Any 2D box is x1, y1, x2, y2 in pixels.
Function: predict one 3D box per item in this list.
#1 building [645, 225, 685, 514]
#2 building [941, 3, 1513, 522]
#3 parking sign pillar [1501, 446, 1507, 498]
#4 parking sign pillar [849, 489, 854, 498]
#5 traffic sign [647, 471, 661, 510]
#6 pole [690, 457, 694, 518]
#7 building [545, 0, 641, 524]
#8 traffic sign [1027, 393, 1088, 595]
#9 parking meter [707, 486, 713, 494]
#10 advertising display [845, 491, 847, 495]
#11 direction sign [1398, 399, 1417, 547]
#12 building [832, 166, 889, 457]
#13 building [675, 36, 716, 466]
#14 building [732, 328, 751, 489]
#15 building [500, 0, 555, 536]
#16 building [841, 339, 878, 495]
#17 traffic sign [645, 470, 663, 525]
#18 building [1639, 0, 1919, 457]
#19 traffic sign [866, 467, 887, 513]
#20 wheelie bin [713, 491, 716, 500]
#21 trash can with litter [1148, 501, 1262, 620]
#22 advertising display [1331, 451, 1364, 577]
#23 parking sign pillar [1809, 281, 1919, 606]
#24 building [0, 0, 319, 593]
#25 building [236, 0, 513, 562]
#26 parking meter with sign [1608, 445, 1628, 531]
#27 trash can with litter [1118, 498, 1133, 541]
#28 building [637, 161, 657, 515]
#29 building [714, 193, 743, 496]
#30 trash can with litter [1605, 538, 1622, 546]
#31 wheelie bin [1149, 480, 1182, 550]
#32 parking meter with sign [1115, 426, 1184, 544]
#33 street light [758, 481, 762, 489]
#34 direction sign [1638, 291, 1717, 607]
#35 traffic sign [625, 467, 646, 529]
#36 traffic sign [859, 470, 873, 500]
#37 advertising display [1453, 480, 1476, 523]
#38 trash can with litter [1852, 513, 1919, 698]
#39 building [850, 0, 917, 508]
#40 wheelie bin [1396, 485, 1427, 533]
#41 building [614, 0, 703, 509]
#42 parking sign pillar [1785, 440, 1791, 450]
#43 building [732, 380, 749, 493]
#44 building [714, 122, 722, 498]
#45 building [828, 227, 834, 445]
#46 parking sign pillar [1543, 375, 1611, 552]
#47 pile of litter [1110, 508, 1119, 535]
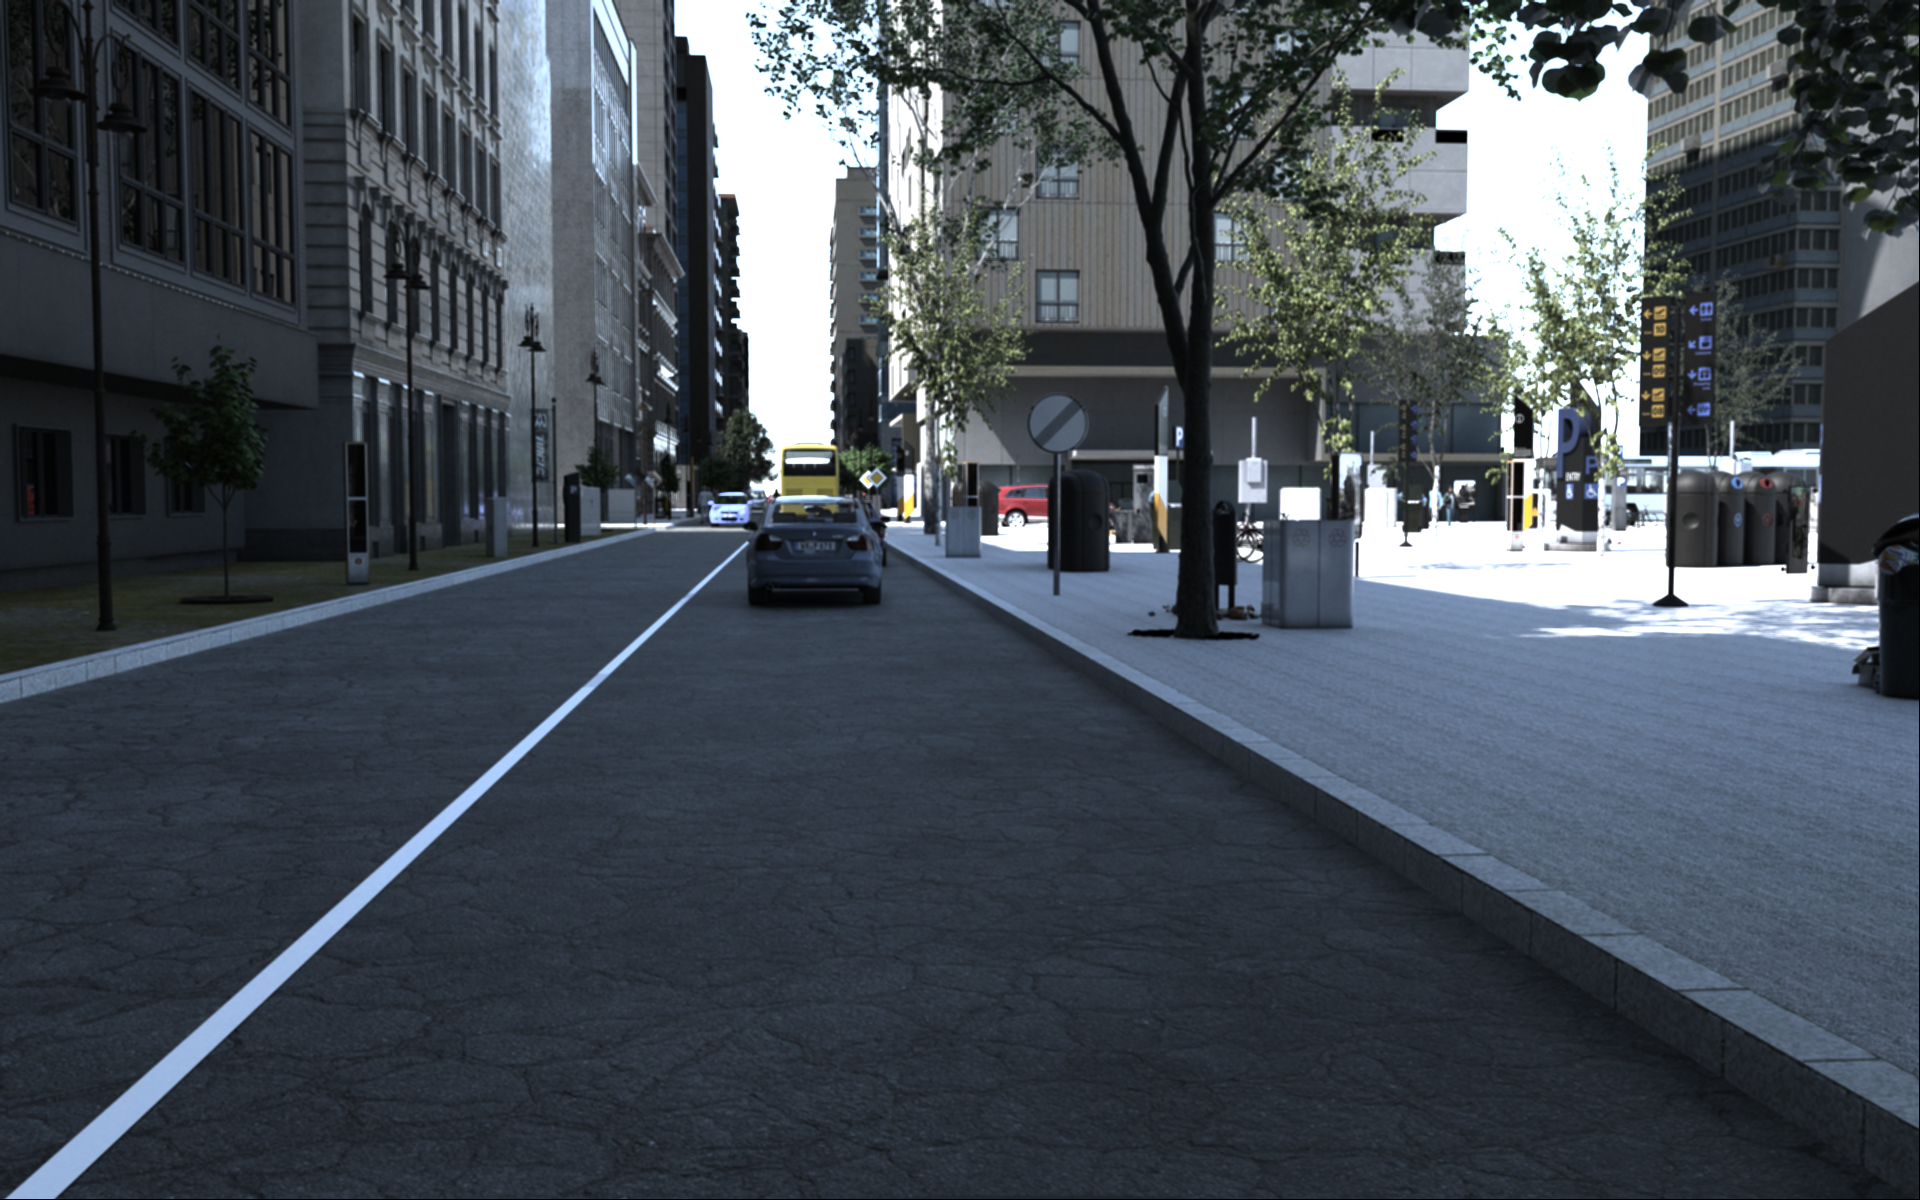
[{"bbox_3d":[-25.926,-17.497,122.240,11.583,22.565,21.152,0,4,-5],"label":"building"},{"bbox_3d":[10.895,-30.590,89.384,27.495,52.752,28.713,0,4,-5],"label":"building"},{"bbox_3d":[31.436,-6.898,101.261,1.447,3.967,1.447,2,4,26],"label":"parking sign pillar"},{"bbox_3d":[-8.817,-9.358,141.469,1.447,3.967,1.447,0,4,-5],"label":"parking sign pillar"},{"bbox_3d":[-13.494,-4.546,76.464,0.606,2.300,0.079,0,4,-3],"label":"traffic sign"},{"bbox_3d":[-14.617,-6.149,94.379,0.158,3.312,0.155,0,3,0],"label":"pole"},{"bbox_3d":[-22.235,-16.141,81.933,12.078,24.808,19.932,0,4,-5],"label":"building"},{"bbox_3d":[1.227,-1.334,21.912,0.768,2.556,0.104,0,4,-2],"label":"traffic sign"},{"bbox_3d":[-17.261,-6.976,119.773,0.399,1.863,0.255,0,4,-1],"label":"parking meter"},{"bbox_3d":[-9.461,-8.089,137.467,0.974,1.923,0.123,-2,4,-27],"label":"advertising display"},{"bbox_3d":[10.793,-3.047,41.814,0.379,3.537,0.876,3,5,42],"label":"direction sign"},{"bbox_3d":[-7.620,-38.446,252.292,21.300,48.544,21.600,0,4,-5],"label":"building"},{"bbox_3d":[-31.867,-32.019,173.625,14.600,45.320,14.200,0,4,-5],"label":"building"},{"bbox_3d":[-43.170,-32.061,295.905,14.160,30.474,14.107,0,4,-5],"label":"building"},{"bbox_3d":[-22.301,-12.264,55.268,16.860,20.320,10.420,0,4,-5],"label":"building"},{"bbox_3d":[-0.129,-22.209,208.152,27.650,21.520,28.899,0,4,-5],"label":"building"},{"bbox_3d":[-12.695,-4.170,71.817,0.795,2.450,0.064,0,4,-5],"label":"traffic sign"},{"bbox_3d":[54.305,-24.778,96.994,23.993,40.220,32.217,0,4,-5],"label":"building"},{"bbox_3d":[-3.104,-3.732,64.658,0.795,2.450,0.064,0,4,-5],"label":"traffic sign"},{"bbox_3d":[-18.452,-7.359,128.229,0.693,1.594,0.980,2,4,25],"label":"wheelie bin"},{"bbox_3d":[2.787,-0.452,18.455,1.678,1.210,2.233,-1,4,-10],"label":"trash can with litter"},{"bbox_3d":[5.924,-1.303,26.511,0.123,1.923,0.974,2,4,35],"label":"advertising display"},{"bbox_3d":[10.874,-1.954,20.419,1.447,3.967,1.447,1,4,22],"label":"parking sign pillar"},{"bbox_3d":[-17.552,-13.779,18.792,14.314,27.812,24.014,0,4,-5],"label":"building"},{"bbox_3d":[-16.961,-11.724,40.842,9.793,20.994,18.267,0,4,-5],"label":"building"},{"bbox_3d":[22.870,-3.908,60.159,0.543,3.016,1.738,1,4,12],"label":"parking meter with sign"},{"bbox_3d":[4.767,-2.235,47.934,0.624,1.170,1.055,-1,4,-16],"label":"trash can with litter"},{"bbox_3d":[-24.099,-16.692,101.786,11.050,23.489,19.941,0,4,-5],"label":"building"},{"bbox_3d":[-42.168,-36.069,244.348,22.147,44.769,28.867,0,4,-5],"label":"building"},{"bbox_3d":[16.325,-2.019,44.074,1.678,1.210,2.233,3,5,44],"label":"trash can with litter"},{"bbox_3d":[4.761,-1.956,39.882,0.980,1.594,0.693,-2,4,-34],"label":"wheelie bin"},{"bbox_3d":[4.872,-2.974,44.889,1.738,3.016,0.543,2,4,30],"label":"parking meter with sign"},{"bbox_3d":[-31.373,-18.164,269.768,0.468,5.910,1.993,0,4,-5],"label":"street light"},{"bbox_3d":[8.143,-1.697,19.739,0.379,3.537,0.876,-3,5,-40],"label":"direction sign"},{"bbox_3d":[-11.962,-3.683,63.866,0.795,2.450,0.064,0,4,-5],"label":"traffic sign"},{"bbox_3d":[-3.836,-4.218,72.610,0.795,2.450,0.064,0,4,-5],"label":"traffic sign"},{"bbox_3d":[22.301,-4.367,76.615,0.974,1.923,0.123,1,4,12],"label":"advertising display"},{"bbox_3d":[6.060,0.013,11.180,0.624,1.170,1.055,0,4,7],"label":"trash can with litter"},{"bbox_3d":[0.323,-52.815,176.190,22.319,86.520,31.000,0,4,-5],"label":"building"},{"bbox_3d":[14.966,-3.028,57.419,0.980,1.594,0.693,1,4,15],"label":"wheelie bin"},{"bbox_3d":[-33.725,-43.808,154.510,20.563,71.187,20.611,0,4,-5],"label":"building"},{"bbox_3d":[41.718,-6.022,86.934,1.447,3.967,1.447,3,4,38],"label":"parking sign pillar"},{"bbox_3d":[-47.826,-26.248,274.198,27.650,21.520,28.899,0,4,-5],"label":"building"},{"bbox_3d":[-38.582,-35.232,195.657,23.786,49.044,30.456,0,4,-5],"label":"building"},{"bbox_3d":[-9.908,-38.096,277.490,22.147,44.769,28.867,0,4,-5],"label":"building"},{"bbox_3d":[13.848,-3.076,38.765,1.447,3.967,1.447,0,4,-6],"label":"parking sign pillar"},{"bbox_3d":[4.988,-2.467,54.296,1.719,0.858,1.176,1,4,22],"label":"pile of litter"}]
